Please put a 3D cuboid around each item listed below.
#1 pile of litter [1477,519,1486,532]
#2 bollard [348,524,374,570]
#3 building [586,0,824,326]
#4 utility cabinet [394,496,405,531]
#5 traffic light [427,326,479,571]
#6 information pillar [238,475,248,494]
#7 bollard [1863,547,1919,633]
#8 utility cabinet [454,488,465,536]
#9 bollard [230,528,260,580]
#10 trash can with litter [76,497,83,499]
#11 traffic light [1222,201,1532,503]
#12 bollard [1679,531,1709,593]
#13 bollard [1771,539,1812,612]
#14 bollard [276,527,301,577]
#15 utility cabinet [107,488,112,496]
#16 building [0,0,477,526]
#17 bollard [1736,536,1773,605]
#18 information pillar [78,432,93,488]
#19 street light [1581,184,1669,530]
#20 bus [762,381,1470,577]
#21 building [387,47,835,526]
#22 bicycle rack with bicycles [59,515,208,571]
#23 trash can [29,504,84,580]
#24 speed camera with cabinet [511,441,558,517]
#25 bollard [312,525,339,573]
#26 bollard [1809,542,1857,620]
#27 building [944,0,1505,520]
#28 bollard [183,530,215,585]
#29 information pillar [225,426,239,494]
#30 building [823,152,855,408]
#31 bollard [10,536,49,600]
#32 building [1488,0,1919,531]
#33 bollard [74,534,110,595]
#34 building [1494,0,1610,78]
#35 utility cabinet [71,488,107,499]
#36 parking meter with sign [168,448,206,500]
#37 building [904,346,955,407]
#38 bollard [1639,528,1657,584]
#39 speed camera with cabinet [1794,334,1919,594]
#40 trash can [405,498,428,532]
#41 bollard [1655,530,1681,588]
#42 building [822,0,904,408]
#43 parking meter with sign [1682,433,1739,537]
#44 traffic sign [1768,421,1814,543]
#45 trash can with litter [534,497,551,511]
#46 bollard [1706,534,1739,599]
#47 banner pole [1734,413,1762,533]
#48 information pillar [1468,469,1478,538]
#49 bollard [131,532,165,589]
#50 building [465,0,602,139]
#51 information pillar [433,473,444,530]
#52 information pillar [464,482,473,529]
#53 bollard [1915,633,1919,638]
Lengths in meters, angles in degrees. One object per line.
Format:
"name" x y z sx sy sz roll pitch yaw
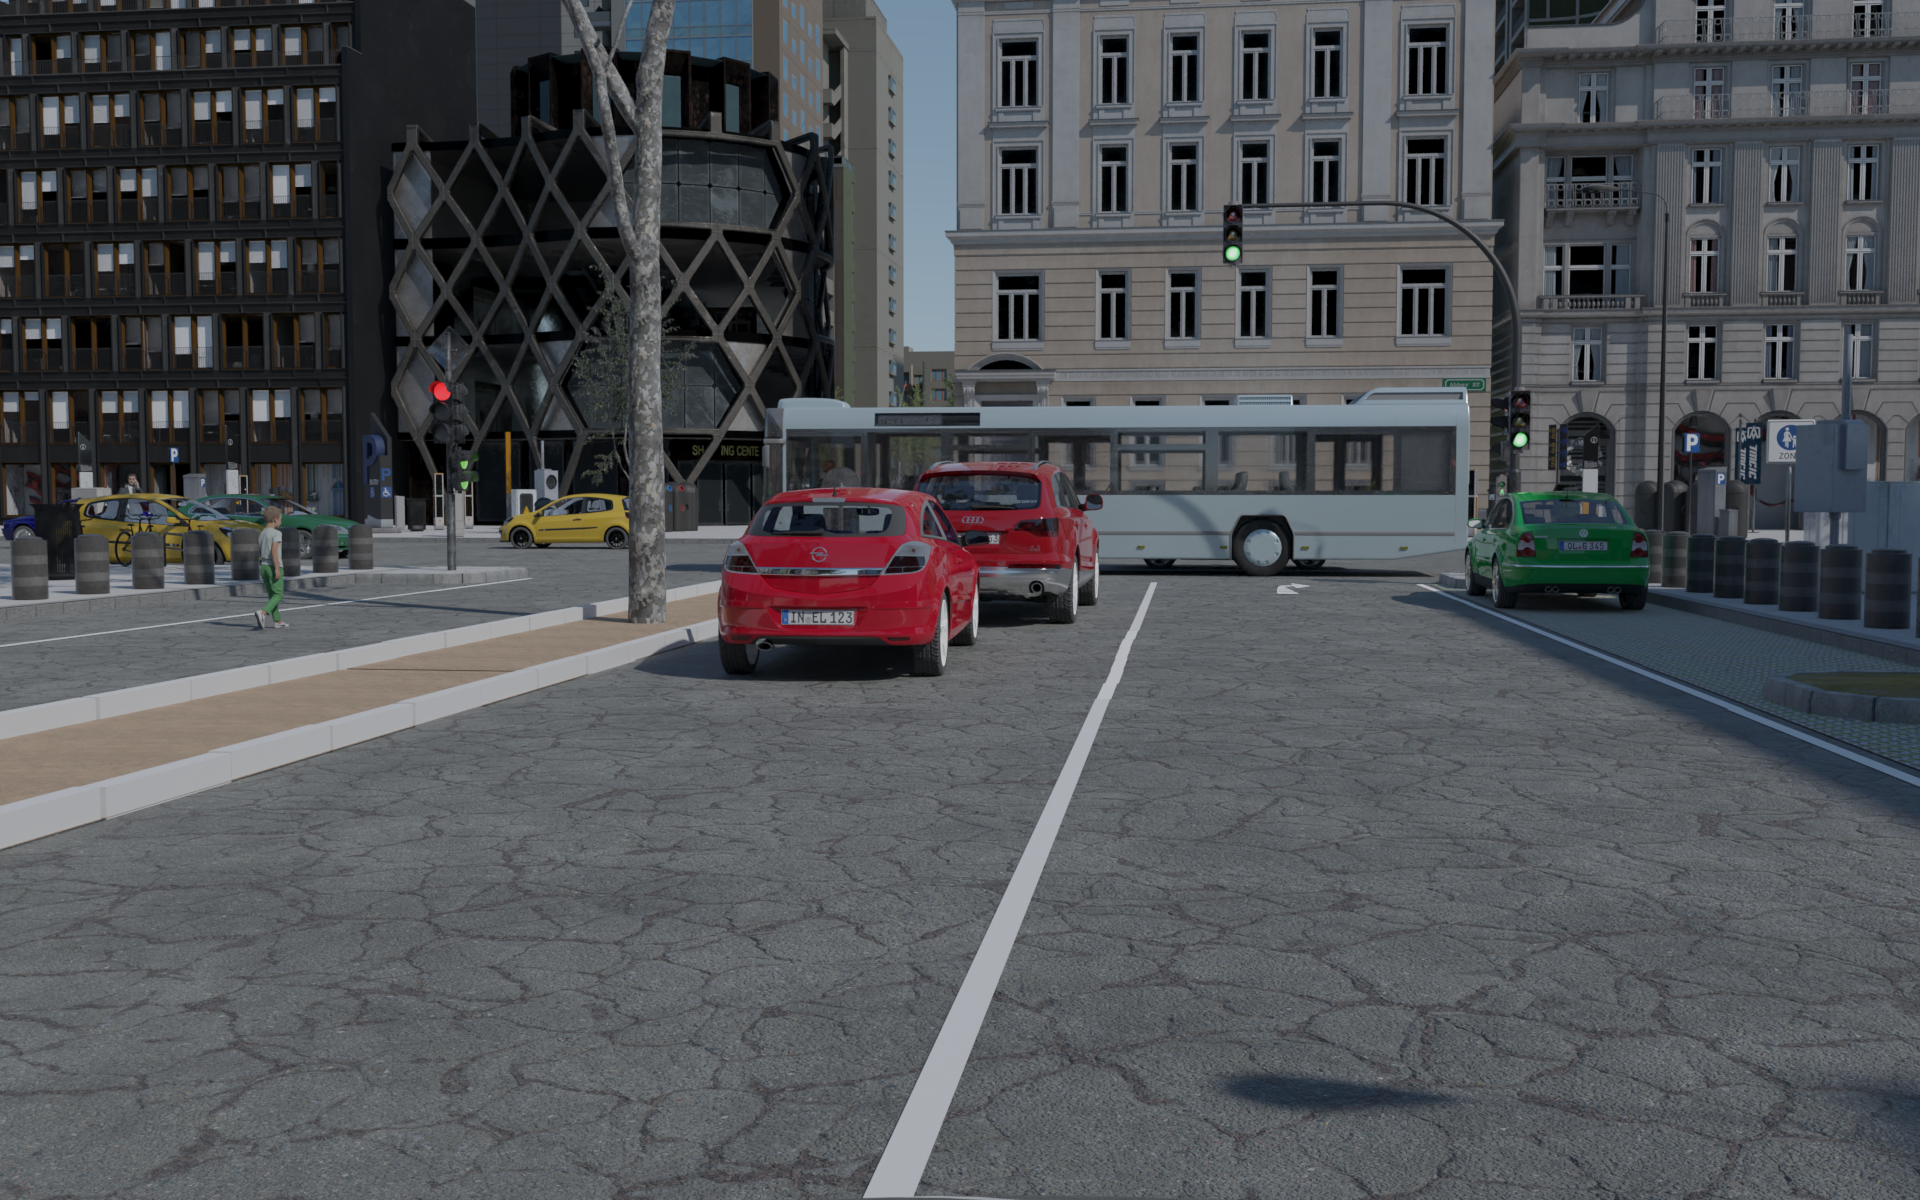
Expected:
"pile of litter" 17.819 -2.675 57.694 1.719 0.858 1.176 2 4 30
"bollard" -10.200 -0.903 29.476 0.404 0.777 0.398 0 3 0
"building" -18.343 -29.226 127.950 14.600 45.320 14.200 0 4 8
"utility cabinet" -19.688 -3.041 60.885 0.306 1.237 1.020 -1 4 -21
"traffic light" -8.525 -2.451 28.992 0.839 4.253 0.868 0 4 8
"information pillar" -28.176 -3.891 68.117 0.304 2.012 0.304 -2 4 -27
"bollard" 8.900 -0.116 16.611 0.404 0.777 0.398 0 3 0
"utility cabinet" -15.088 -2.659 52.150 0.318 1.500 1.173 -1 4 -15
"bollard" -10.679 -0.682 25.875 0.404 0.777 0.398 0 3 0
"trash can with litter" -28.903 -2.834 57.720 1.055 1.170 0.624 0 4 -4
"traffic light" 6.453 -3.193 26.875 4.771 5.953 1.251 0 4 8
"bollard" 9.698 -0.483 22.617 0.404 0.777 0.398 0 3 0
"bollard" 9.221 -0.264 19.030 0.404 0.777 0.398 0 3 0
"bollard" -10.523 -0.755 27.067 0.404 0.777 0.398 0 3 0
"utility cabinet" -31.580 -3.331 63.134 1.173 1.500 0.318 -1 4 -19
"building" -30.683 -14.968 74.398 15.834 23.373 12.332 0 4 8
"bollard" 9.378 -0.337 20.225 0.404 0.777 0.398 0 3 0
"information pillar" -33.113 -4.540 65.590 0.183 3.616 0.504 2 4 35
"street light" 10.019 -3.275 26.084 1.470 5.913 1.316 0 4 8
"bus" 2.228 -2.238 31.446 13.247 3.499 2.948 0 4 7
"building" -13.552 -12.652 74.317 16.811 18.784 16.820 0 4 8
"bicycle rack with bicycles" -14.214 -0.984 29.476 2.852 0.926 2.925 -2 4 -33
"trash can" -13.487 -0.871 25.898 0.748 1.137 0.748 0 3 0
"speed camera with cabinet" -15.704 -4.237 63.616 0.660 3.252 2.038 2 4 33
"bollard" -10.357 -0.828 28.257 0.404 0.777 0.398 0 3 0
"bollard" 9.063 -0.190 17.827 0.404 0.777 0.398 0 3 0
"building" 10.164 -17.284 68.492 20.117 28.700 13.634 0 4 8
"bollard" -10.842 -0.609 24.672 0.404 0.777 0.398 0 3 0
"information pillar" -24.982 -4.164 59.429 0.183 3.616 0.504 1 4 20
"building" -16.852 -22.676 142.457 14.160 30.474 14.107 0 4 8
"bollard" -11.319 -0.388 21.066 0.404 0.777 0.398 0 3 0
"building" 32.053 -13.698 65.757 24.055 21.916 13.314 0 4 8
"bollard" -11.158 -0.462 22.263 0.404 0.777 0.398 0 3 0
"building" 50.340 -42.394 131.394 20.563 71.187 20.611 0 4 8
"utility cabinet" -29.869 -3.096 59.304 1.173 1.500 0.318 1 4 22
"parking meter with sign" -28.749 -4.208 65.056 1.738 3.016 0.543 0 4 8
"building" -8.563 -24.172 240.258 28.899 21.520 27.650 0 4 8
"bollard" 10.017 -0.629 24.999 0.404 0.777 0.398 0 3 0
"speed camera with cabinet" 11.527 -1.695 22.050 2.038 3.252 0.660 -2 4 -28
"trash can" -18.586 -2.910 59.238 0.748 1.137 0.748 0 3 0
"bollard" 9.859 -0.556 23.808 0.404 0.777 0.398 0 3 0
"building" -17.508 -33.151 165.714 21.600 48.544 21.300 0 4 8
"parking meter with sign" 21.215 -3.219 48.893 0.543 3.016 1.738 -1 4 -20
"traffic sign" 11.428 -1.332 23.900 0.606 2.300 0.079 1 4 14
"trash can with litter" -13.826 -2.806 57.263 0.624 1.170 1.055 0 4 6
"bollard" 9.541 -0.410 21.418 0.404 0.777 0.398 0 3 0
"banner pole" 24.299 -3.880 53.460 0.863 3.779 0.401 1 4 13
"information pillar" 15.127 -2.859 51.240 0.304 2.012 0.304 2 4 29
"bollard" -11.000 -0.534 23.455 0.404 0.777 0.398 0 3 0
"building" -38.509 -44.584 167.200 20.611 71.187 20.563 0 4 8
"information pillar" -18.461 -3.475 61.315 0.304 2.012 0.304 -2 4 -27
"information pillar" -18.113 -3.629 63.828 0.304 2.012 0.304 -1 4 -20
"bollard" 8.736 -0.042 15.404 0.404 0.777 0.398 0 3 0
